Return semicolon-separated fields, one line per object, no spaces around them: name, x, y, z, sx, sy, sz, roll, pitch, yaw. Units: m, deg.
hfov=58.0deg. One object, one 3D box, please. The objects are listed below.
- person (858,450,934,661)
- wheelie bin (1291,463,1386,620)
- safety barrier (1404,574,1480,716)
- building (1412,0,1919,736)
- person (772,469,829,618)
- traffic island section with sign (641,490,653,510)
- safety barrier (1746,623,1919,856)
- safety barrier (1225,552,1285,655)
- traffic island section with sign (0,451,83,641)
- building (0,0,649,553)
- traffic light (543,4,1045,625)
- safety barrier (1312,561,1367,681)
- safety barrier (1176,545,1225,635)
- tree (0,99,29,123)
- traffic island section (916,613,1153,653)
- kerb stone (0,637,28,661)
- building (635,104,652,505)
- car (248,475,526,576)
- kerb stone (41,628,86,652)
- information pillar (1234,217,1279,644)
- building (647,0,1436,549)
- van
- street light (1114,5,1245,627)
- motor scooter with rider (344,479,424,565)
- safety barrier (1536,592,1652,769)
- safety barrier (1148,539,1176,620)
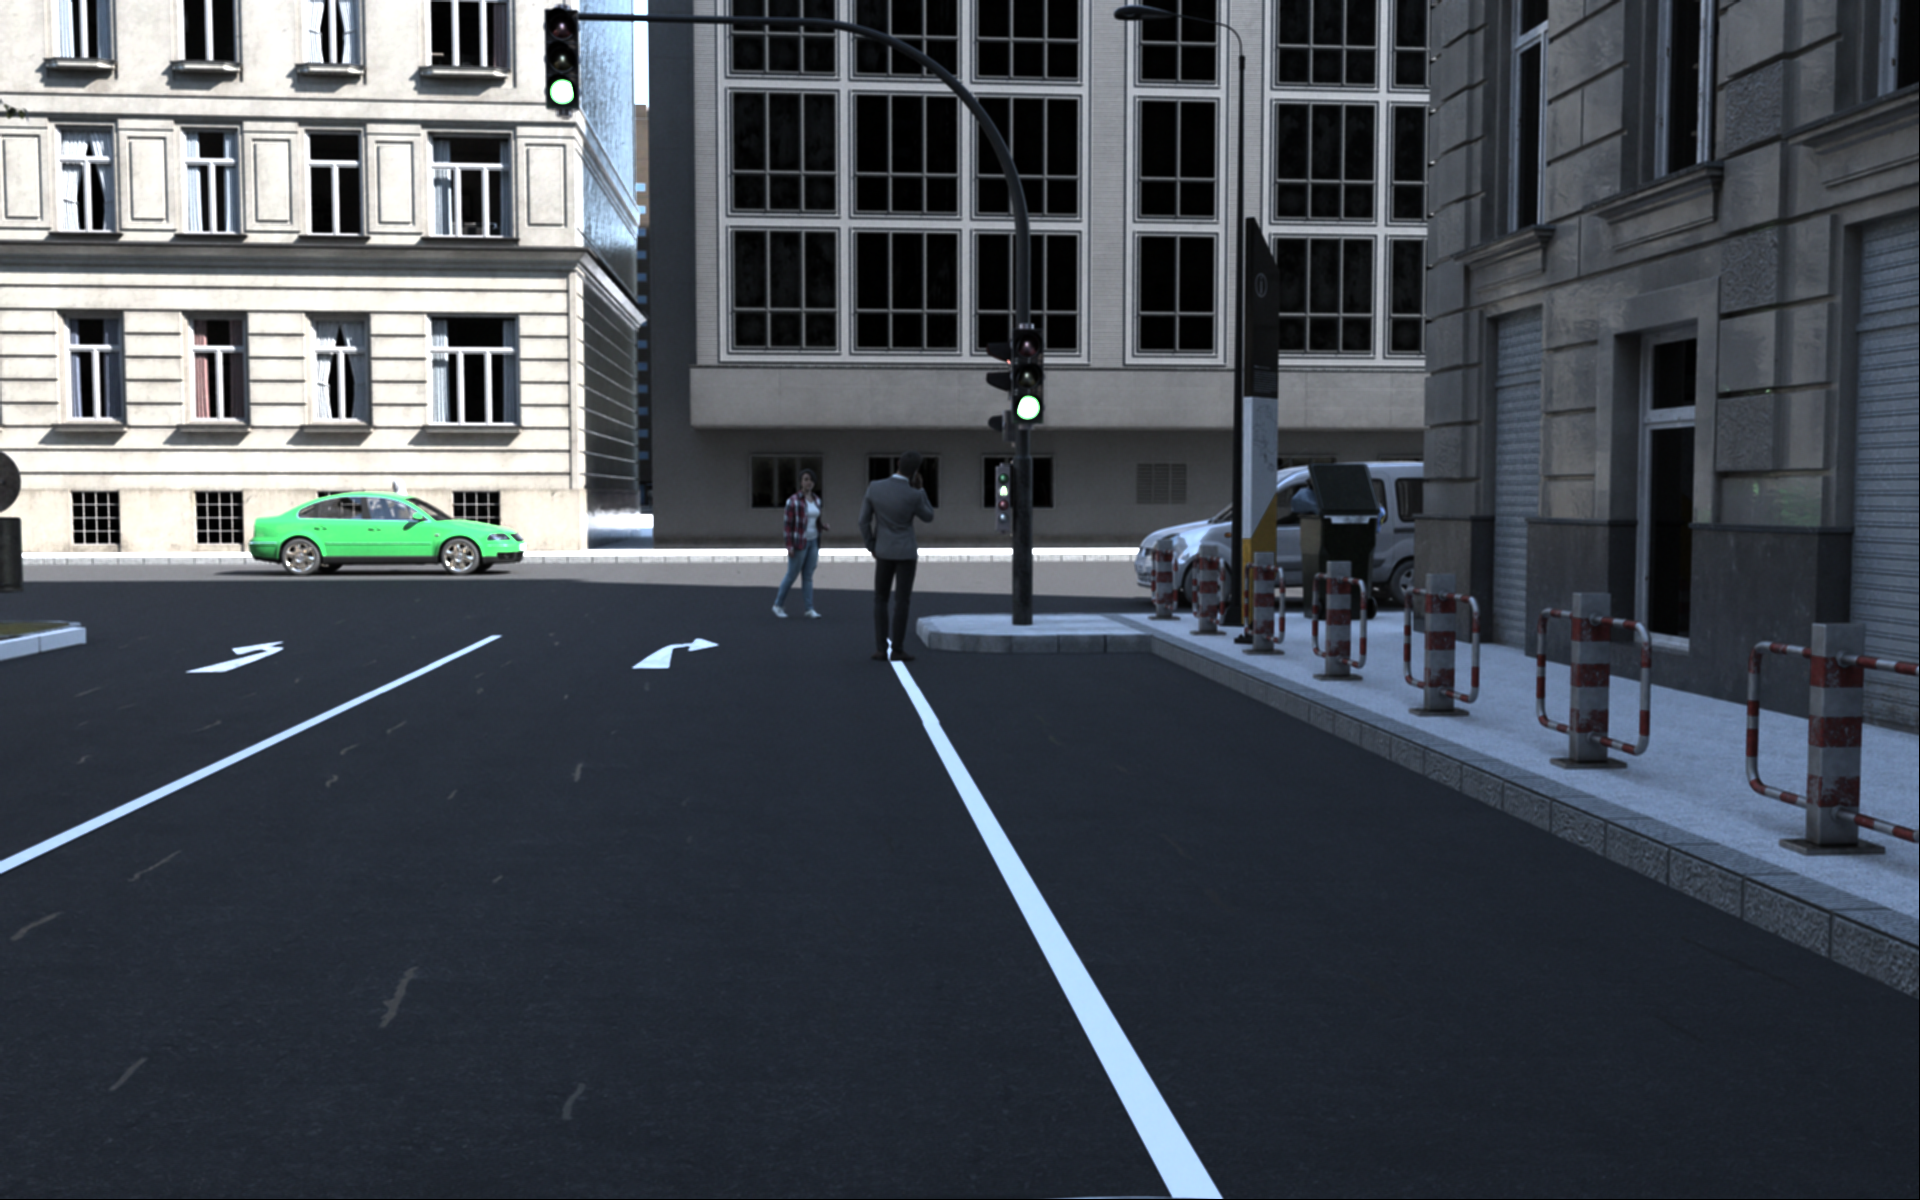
person;-0.552;-0.380;14.888;0.592;1.802;0.473;2;4;29
wheelie bin;3.855;-0.607;17.839;0.980;1.594;0.693;-1;4;-11
safety barrier;2.787;0.258;10.058;0.300;0.817;1.120;0;4;-5
building;10.963;-12.637;3.877;12.463;27.353;25.104;0;4;-5
person;-1.833;-0.657;20.073;0.643;1.720;0.563;3;5;42
traffic island section with sign;-28.425;-9.222;159.409;1.989;1.847;2.006;0;4;-5
safety barrier;3.140;0.493;6.216;0.300;0.817;1.120;0;4;-5
safety barrier;2.436;0.024;13.887;0.300;0.817;1.120;0;4;-5
traffic island section with sign;-9.484;-0.504;16.373;2.006;1.907;1.989;0;4;-5
building;-23.265;-12.870;43.712;30.059;22.955;16.112;0;4;-5
traffic light;-1.490;-2.565;16.606;4.771;5.953;1.251;0;4;-5
safety barrier;2.616;0.141;11.972;0.300;0.817;1.120;0;4;-5
safety barrier;2.265;-0.093;15.796;0.300;0.817;1.120;0;4;-5
tree;-9.263;-3.664;12.733;4.360;8.622;3.978;0;3;0
traffic island section;0.626;0.320;17.054;2.009;0.180;2.903;0;4;-5
kerb stone;-8.312;0.434;15.097;0.120;0.150;1.000;0;4;-5
building;-33.880;-33.777;202.357;14.200;45.320;14.600;0;4;-5
car;-10.256;-1.370;31.197;4.718;1.807;1.959;0;4;-4
kerb stone;-8.408;0.371;16.131;0.120;0.150;1.000;0;4;-5
information pillar;2.583;-1.441;14.915;0.183;3.616;0.504;3;4;38
building;4.260;-15.418;45.595;24.014;27.812;14.314;0;4;-5
van;4.336;-0.947;22.489;4.112;2.044;2.013;0;4;-4
street light;2.159;-2.700;16.684;1.470;5.913;1.316;0;4;-5
motor scooter with rider;-11.600;-1.595;35.044;1.986;1.779;0.876;0;4;-5
safety barrier;2.962;0.375;8.144;0.300;0.817;1.120;0;4;-5
safety barrier;2.090;-0.210;17.711;0.300;0.817;1.120;0;4;-5
